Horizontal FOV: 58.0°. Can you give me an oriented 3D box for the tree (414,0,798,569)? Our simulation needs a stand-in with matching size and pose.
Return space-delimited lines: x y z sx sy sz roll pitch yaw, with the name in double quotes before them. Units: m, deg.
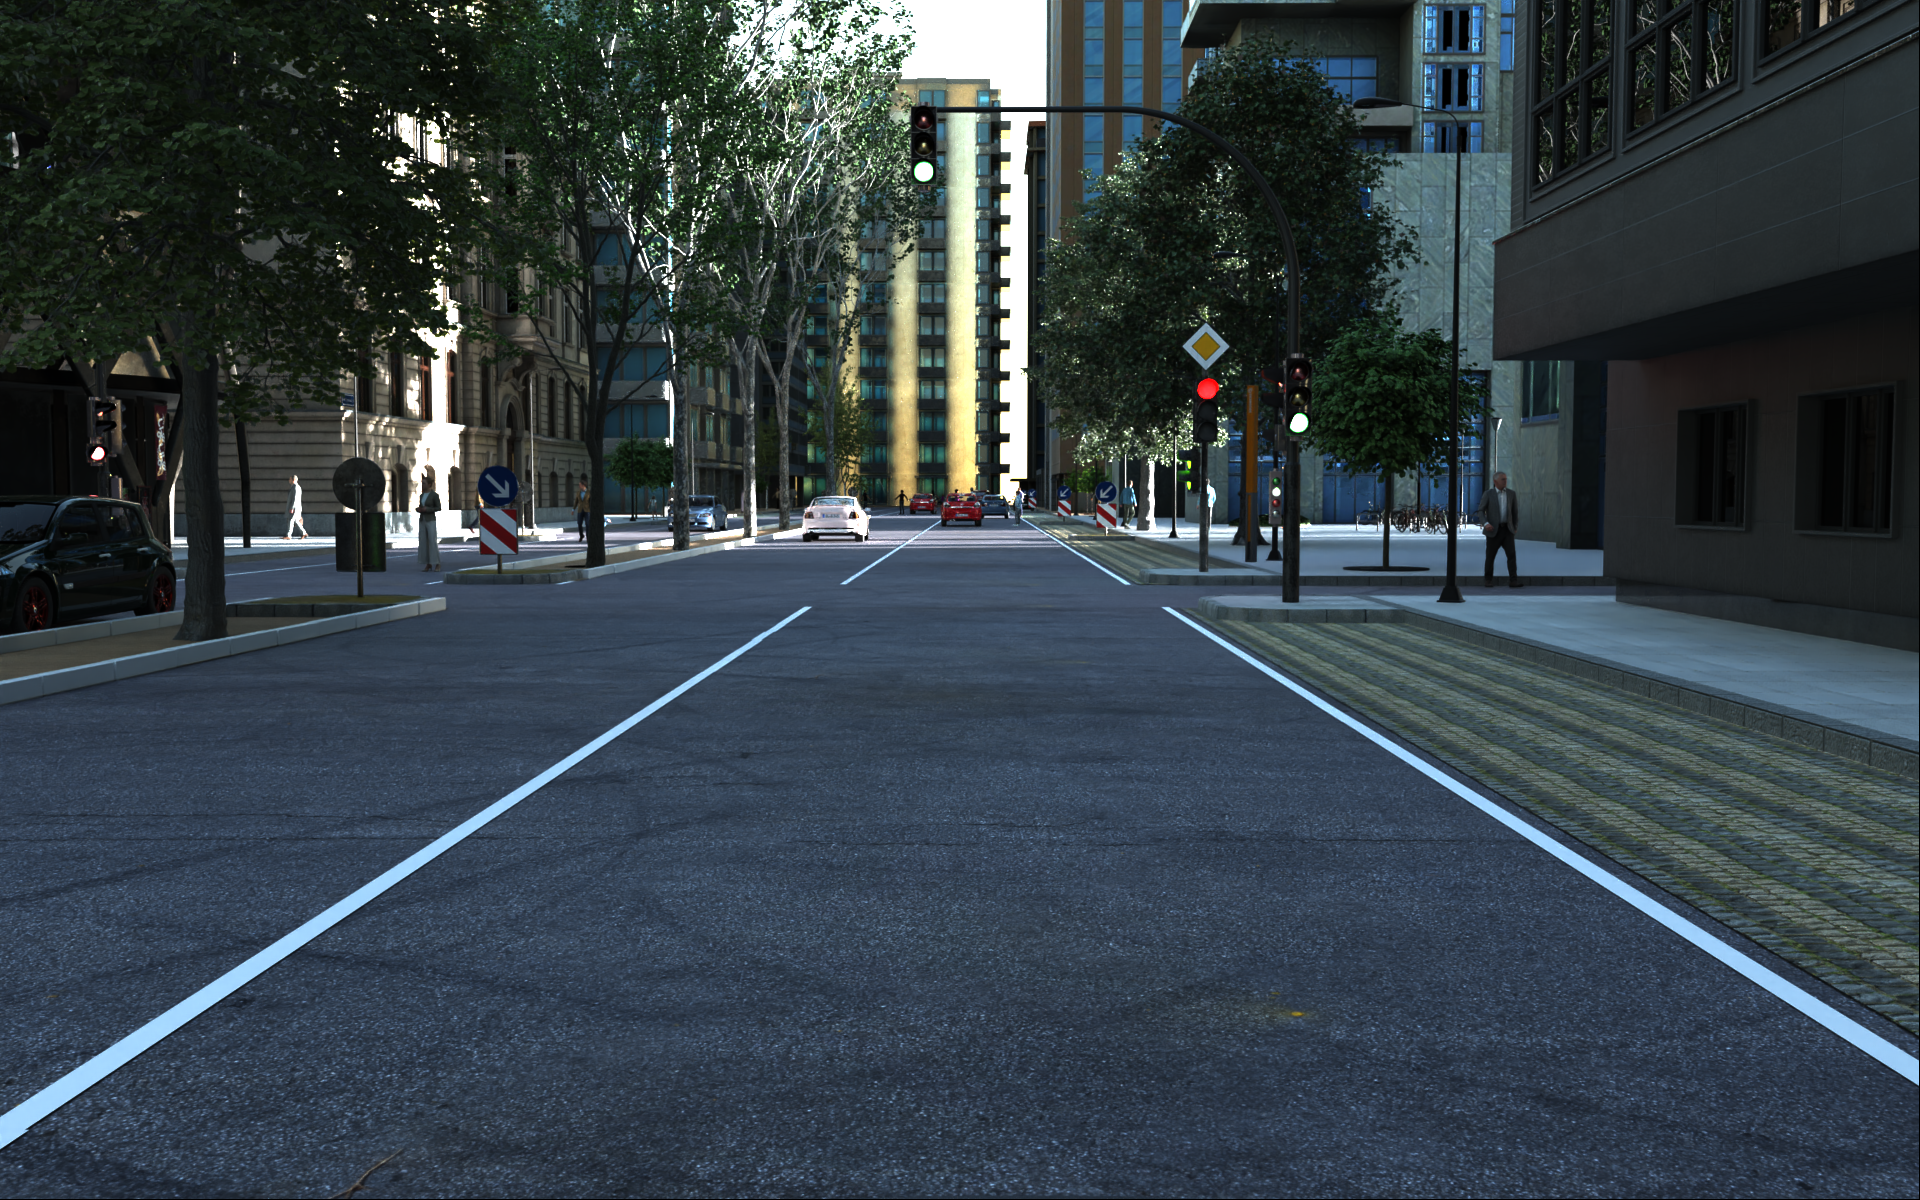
"tree" -6.945 -6.414 33.075 9.928 11.665 9.643 0 3 0

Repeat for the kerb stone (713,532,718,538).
"kerb stone" -8.086 -2.092 56.403 0.120 0.150 1.000 0 4 1

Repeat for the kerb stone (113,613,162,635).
"kerb stone" -8.575 0.263 17.904 0.120 0.150 1.000 0 4 1

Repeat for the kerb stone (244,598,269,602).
"kerb stone" -8.537 0.076 20.972 0.120 0.150 1.000 0 4 1

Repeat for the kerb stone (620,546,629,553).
"kerb stone" -8.273 -1.216 42.069 0.120 0.150 1.000 0 4 1

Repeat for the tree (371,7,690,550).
"tree" -8.273 -11.366 44.180 12.611 20.169 13.585 0 3 0

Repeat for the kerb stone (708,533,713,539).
"kerb stone" -8.111 -2.030 55.381 0.120 0.150 1.000 0 4 1

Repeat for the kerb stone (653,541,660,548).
"kerb stone" -8.220 -1.462 46.177 0.120 0.150 1.000 0 4 1

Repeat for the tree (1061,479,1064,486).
"tree" 7.569 -7.416 115.854 1.663 3.219 1.824 0 3 0

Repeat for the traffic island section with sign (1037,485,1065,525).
"traffic island section with sign" 4.713 -4.406 80.674 1.989 1.847 2.006 0 4 1

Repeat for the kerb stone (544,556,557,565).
"kerb stone" -8.365 -0.777 34.897 0.120 0.150 1.000 0 4 1

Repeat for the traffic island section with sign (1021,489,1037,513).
"traffic island section with sign" 5.348 -7.498 131.219 1.989 1.847 2.006 0 4 1

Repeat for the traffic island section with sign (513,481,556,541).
"traffic island section with sign" -13.568 -2.738 53.391 1.989 1.847 2.006 0 4 1

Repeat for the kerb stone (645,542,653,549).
"kerb stone" -8.234 -1.404 45.143 0.120 0.150 1.000 0 4 1

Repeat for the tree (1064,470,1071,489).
"tree" 8.233 -7.281 113.652 1.663 3.219 1.824 0 3 0

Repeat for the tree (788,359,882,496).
"tree" -6.553 -8.472 91.333 4.737 8.622 4.395 0 3 0

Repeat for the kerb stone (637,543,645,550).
"kerb stone" -8.246 -1.340 44.116 0.120 0.150 1.000 0 4 1

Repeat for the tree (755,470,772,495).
"tree" -15.960 -8.704 136.918 1.663 3.219 1.824 0 3 0

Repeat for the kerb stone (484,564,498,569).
"kerb stone" -8.408 -0.525 30.787 0.120 0.150 1.000 0 4 1

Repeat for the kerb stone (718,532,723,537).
"kerb stone" -8.074 -2.153 57.425 0.120 0.150 1.000 0 4 1

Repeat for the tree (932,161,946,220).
"tree" -7.337 -13.693 82.232 12.611 20.169 13.585 0 3 0

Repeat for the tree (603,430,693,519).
"tree" -16.575 -6.429 88.832 4.285 4.588 4.351 0 3 0

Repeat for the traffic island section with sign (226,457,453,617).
"traffic island section with sign" -7.483 -0.784 20.957 2.006 1.907 1.989 0 4 1

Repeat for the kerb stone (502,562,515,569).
"kerb stone" -8.406 -0.588 31.809 0.120 0.150 1.000 0 4 1

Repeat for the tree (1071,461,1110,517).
"tree" 8.262 -6.926 107.837 1.663 3.219 1.824 0 3 0

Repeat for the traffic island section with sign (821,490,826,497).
"traffic island section with sign" -12.246 -9.105 157.494 1.989 1.847 2.006 0 4 1

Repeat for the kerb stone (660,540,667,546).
"kerb stone" -8.205 -1.529 47.199 0.120 0.150 1.000 0 4 1

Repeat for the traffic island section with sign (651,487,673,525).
"traffic island section with sign" -13.226 -4.400 80.573 1.989 1.847 2.006 0 4 1

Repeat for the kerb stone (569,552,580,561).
"kerb stone" -8.336 -0.899 36.954 0.120 0.150 1.000 0 4 1

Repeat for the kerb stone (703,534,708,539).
"kerb stone" -8.114 -1.967 54.359 0.120 0.150 1.000 0 4 1

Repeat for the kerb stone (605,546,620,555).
"kerb stone" -8.276 -1.153 41.047 0.120 0.150 1.000 0 4 1

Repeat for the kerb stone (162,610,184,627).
"kerb stone" -8.569 0.200 18.925 0.120 0.150 1.000 0 4 1

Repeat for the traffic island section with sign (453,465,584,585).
"traffic island section with sign" -7.379 -1.237 28.363 2.006 1.907 1.989 0 4 1

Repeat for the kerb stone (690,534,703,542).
"kerb stone" -8.133 -1.900 53.337 0.120 0.150 1.000 0 4 1

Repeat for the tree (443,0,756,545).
"tree" -8.077 -12.142 56.866 12.611 20.169 13.585 0 3 0

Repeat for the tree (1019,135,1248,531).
"tree" 6.488 -9.421 60.695 9.857 13.997 8.962 0 3 0

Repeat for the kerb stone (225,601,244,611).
"kerb stone" -8.554 0.138 19.948 0.120 0.150 1.000 0 4 1

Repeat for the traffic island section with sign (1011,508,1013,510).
"traffic island section with sign" 5.680 -9.147 158.173 1.989 1.847 2.006 0 4 1

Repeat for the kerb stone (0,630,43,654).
"kerb stone" -8.609 0.388 15.859 0.120 0.150 1.000 0 4 1

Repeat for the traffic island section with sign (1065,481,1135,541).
"traffic island section with sign" 4.366 -2.753 53.643 1.989 1.847 2.006 0 4 1

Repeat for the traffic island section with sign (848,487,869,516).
"traffic island section with sign" -6.438 -5.832 103.496 2.006 1.907 1.989 0 4 1

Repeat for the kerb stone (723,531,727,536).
"kerb stone" -8.068 -2.218 58.459 0.120 0.150 1.000 0 4 1

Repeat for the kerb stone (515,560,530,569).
"kerb stone" -8.385 -0.650 32.835 0.120 0.150 1.000 0 4 1

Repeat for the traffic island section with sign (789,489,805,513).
"traffic island section with sign" -12.587 -7.456 130.540 1.989 1.847 2.006 0 4 1

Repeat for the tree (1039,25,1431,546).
"tree" 7.191 -7.714 43.133 9.611 12.733 9.660 0 3 0

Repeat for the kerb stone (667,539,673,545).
"kerb stone" -8.193 -1.592 48.226 0.120 0.150 1.000 0 4 1

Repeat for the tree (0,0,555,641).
"tree" -7.511 -5.900 17.045 7.486 12.596 7.792 0 3 0

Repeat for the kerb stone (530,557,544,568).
"kerb stone" -8.374 -0.713 33.861 0.120 0.150 1.000 0 4 1

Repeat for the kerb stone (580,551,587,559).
"kerb stone" -8.324 -0.965 37.976 0.120 0.150 1.000 0 4 1

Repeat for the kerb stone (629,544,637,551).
"kerb stone" -8.258 -1.270 43.092 0.120 0.150 1.000 0 4 1

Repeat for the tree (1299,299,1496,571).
"tree" 7.255 -2.781 29.179 4.285 4.588 4.351 0 3 0

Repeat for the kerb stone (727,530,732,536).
"kerb stone" -8.042 -2.281 59.485 0.120 0.150 1.000 0 4 1

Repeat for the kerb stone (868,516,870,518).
"kerb stone" -5.398 -4.918 102.598 0.120 0.150 1.000 0 4 1

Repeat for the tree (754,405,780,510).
"tree" -15.920 -11.780 142.962 4.737 8.622 4.395 0 3 0

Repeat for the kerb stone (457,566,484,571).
"kerb stone" -8.428 -0.463 29.760 0.120 0.150 1.000 0 4 1

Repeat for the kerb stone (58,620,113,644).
"kerb stone" -8.595 0.325 16.882 0.120 0.150 1.000 0 4 1

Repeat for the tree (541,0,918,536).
"tree" -8.228 -12.918 69.555 12.611 20.169 13.585 0 3 0

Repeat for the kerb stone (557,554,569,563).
"kerb stone" -8.354 -0.840 35.930 0.120 0.150 1.000 0 4 1
